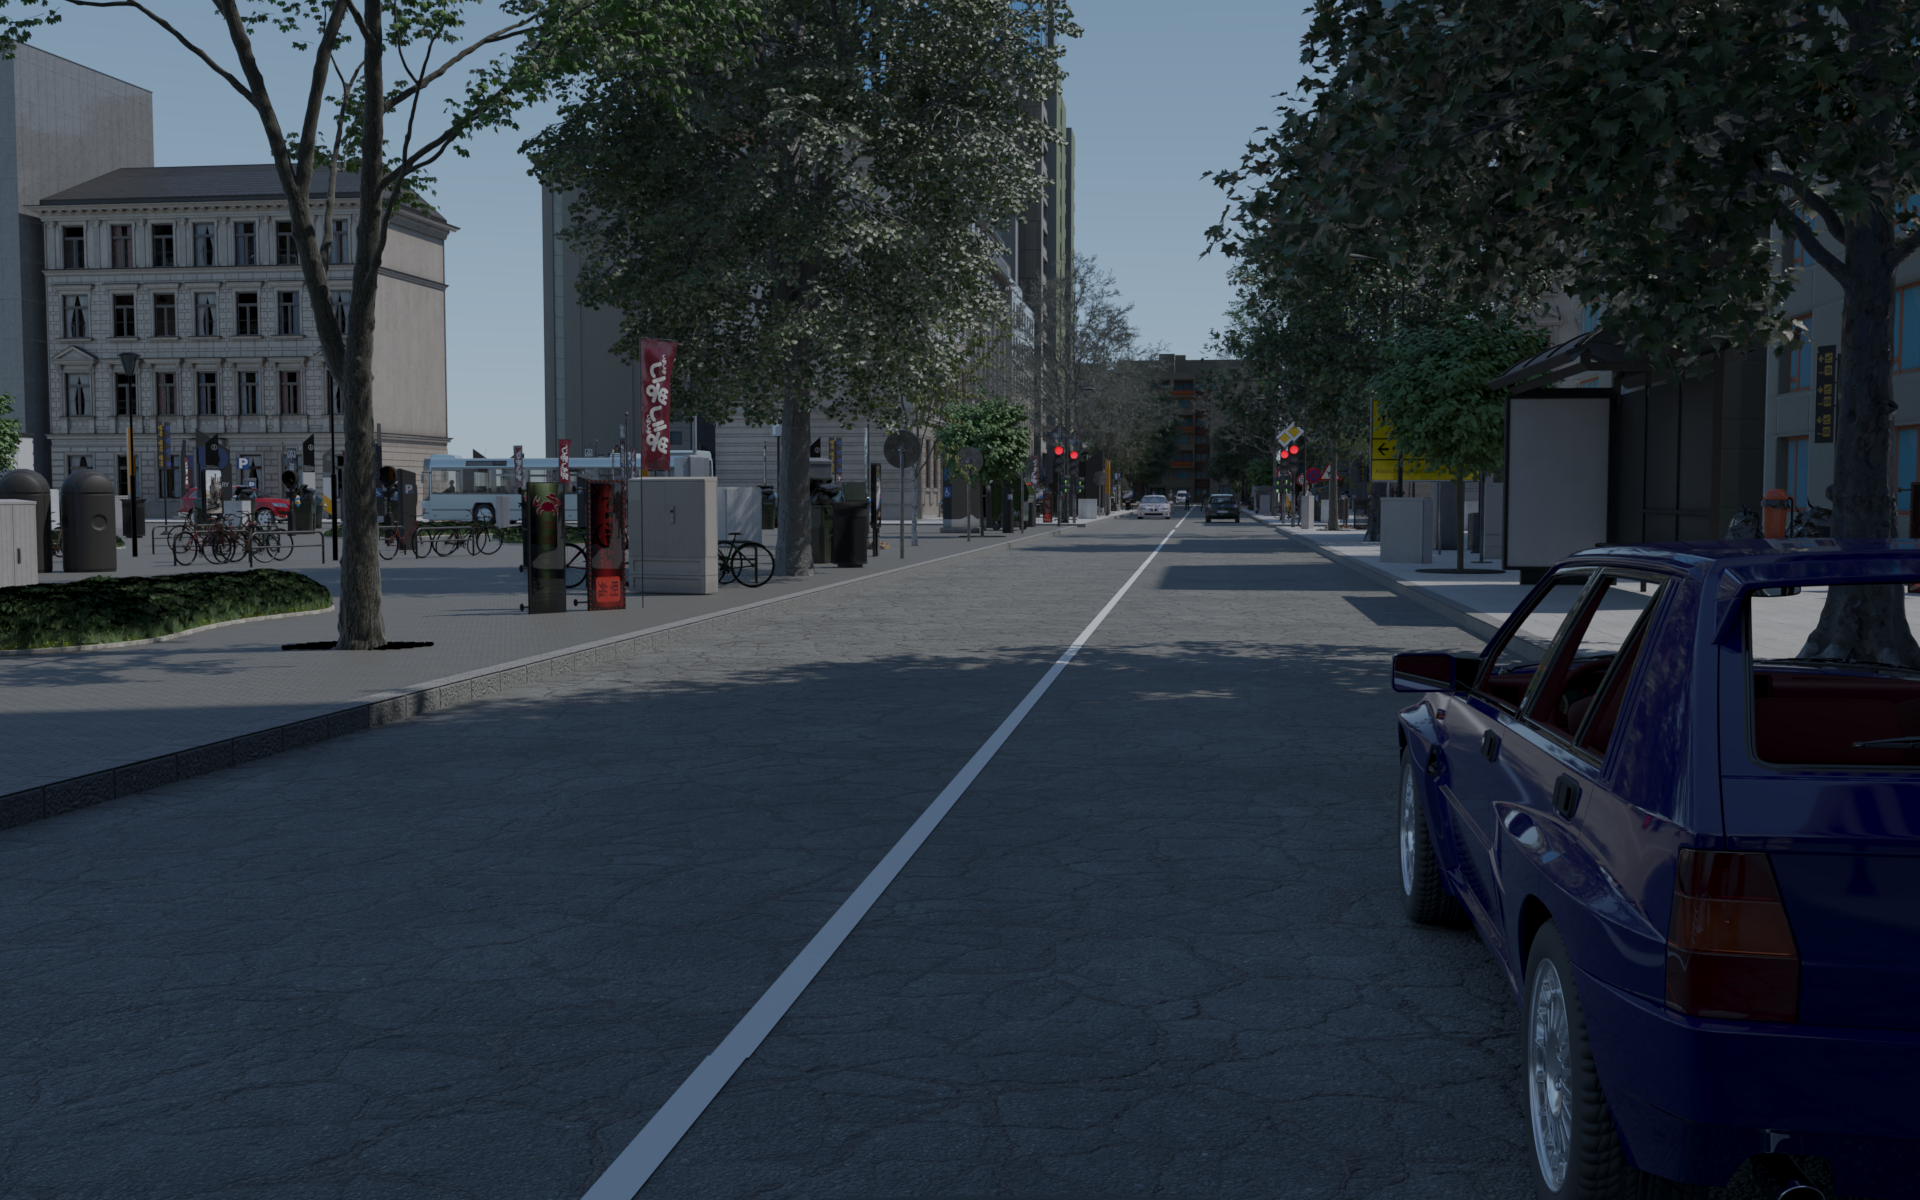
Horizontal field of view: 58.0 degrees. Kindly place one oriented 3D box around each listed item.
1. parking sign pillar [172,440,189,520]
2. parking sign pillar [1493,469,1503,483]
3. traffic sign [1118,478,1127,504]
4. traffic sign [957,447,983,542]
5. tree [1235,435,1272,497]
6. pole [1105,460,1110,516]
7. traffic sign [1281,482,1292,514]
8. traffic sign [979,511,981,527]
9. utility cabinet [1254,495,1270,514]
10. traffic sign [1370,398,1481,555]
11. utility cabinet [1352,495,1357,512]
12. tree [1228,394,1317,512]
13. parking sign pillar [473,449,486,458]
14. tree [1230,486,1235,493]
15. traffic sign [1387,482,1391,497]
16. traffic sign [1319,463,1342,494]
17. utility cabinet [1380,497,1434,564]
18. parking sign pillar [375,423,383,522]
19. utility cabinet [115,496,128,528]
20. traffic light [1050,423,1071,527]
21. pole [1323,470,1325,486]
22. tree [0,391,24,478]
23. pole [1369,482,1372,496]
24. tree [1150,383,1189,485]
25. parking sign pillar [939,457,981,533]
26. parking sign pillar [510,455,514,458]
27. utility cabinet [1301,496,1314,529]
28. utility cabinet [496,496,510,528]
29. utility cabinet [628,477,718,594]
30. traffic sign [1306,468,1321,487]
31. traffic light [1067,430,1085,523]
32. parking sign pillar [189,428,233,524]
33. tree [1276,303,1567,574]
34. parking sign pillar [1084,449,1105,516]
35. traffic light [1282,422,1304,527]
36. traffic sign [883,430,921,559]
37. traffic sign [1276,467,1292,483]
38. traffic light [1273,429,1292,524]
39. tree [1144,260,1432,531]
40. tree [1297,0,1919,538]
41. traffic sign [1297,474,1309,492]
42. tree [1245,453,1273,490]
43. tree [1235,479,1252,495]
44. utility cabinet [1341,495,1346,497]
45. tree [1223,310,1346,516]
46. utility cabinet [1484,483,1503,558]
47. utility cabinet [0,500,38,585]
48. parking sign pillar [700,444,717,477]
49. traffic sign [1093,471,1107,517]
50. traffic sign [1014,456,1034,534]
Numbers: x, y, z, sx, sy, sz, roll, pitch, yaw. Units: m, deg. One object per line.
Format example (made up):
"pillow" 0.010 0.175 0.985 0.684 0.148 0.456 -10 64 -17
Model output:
"parking sign pillar" -38.551 -5.986 86.347 1.447 3.967 1.447 -2 4 -30
"parking sign pillar" 19.484 -4.435 60.988 1.447 3.967 1.447 3 4 36
"traffic sign" 12.675 -8.258 135.122 0.768 2.556 0.104 1 4 9
"traffic sign" 0.236 -2.846 46.645 0.768 2.556 0.104 1 4 15
"tree" 27.997 -13.151 165.374 4.360 8.622 3.978 0 3 0
"pole" 9.181 -6.930 107.150 0.158 3.312 0.155 0 3 0
"traffic sign" 21.269 -6.890 112.653 0.884 2.594 0.081 1 4 14
"traffic sign" 0.657 -3.561 58.334 0.768 2.556 0.104 1 4 11
"utility cabinet" 20.564 -6.565 118.497 0.306 1.237 1.020 -2 4 -34
"traffic sign" 9.764 -2.598 36.354 2.265 3.308 0.079 1 4 13
"utility cabinet" 28.934 -7.085 127.008 0.306 1.237 1.020 1 4 17
"tree" 22.682 -11.569 123.563 7.601 10.594 8.767 0 4 7
"parking sign pillar" -28.334 -7.024 103.306 1.447 3.967 1.447 -2 4 -33
"tree" 34.124 -13.426 214.120 1.663 3.219 1.824 0 3 0
"traffic sign" 9.763 -2.403 39.391 0.768 2.556 0.104 1 4 10
"traffic sign" 14.343 -4.109 67.181 0.884 2.594 0.081 1 4 13
"utility cabinet" 8.327 -1.293 32.296 0.306 1.237 1.020 -3 4 -36
"parking sign pillar" -22.034 -4.704 65.390 1.447 3.967 1.447 -1 4 -19
"utility cabinet" -32.141 -3.342 65.801 0.306 1.237 1.020 3 4 36
"traffic light" 3.924 -4.842 68.081 0.839 4.253 0.868 0 4 8
"pole" 30.727 -9.314 146.121 0.158 3.312 0.155 0 3 0
"tree" -26.295 -3.784 45.576 4.285 4.588 4.351 0 3 0
"pole" 28.183 -7.651 118.942 0.158 3.312 0.155 0 3 0
"tree" 20.339 -17.469 192.267 9.857 13.997 8.962 0 3 0
"parking sign pillar" 0.043 -4.196 57.070 1.447 3.967 1.447 -3 5 -44
"parking sign pillar" -27.352 -7.153 105.429 1.447 3.967 1.447 2 4 33
"utility cabinet" 12.784 -3.216 63.736 0.306 1.237 1.020 1 4 22
"utility cabinet" -16.944 -3.244 64.204 0.306 1.237 1.020 -2 4 -26
"utility cabinet" -3.696 -0.830 22.249 1.173 1.500 0.318 2 4 25
"traffic sign" 17.030 -5.105 83.568 0.768 2.556 0.104 1 4 13
"traffic light" 5.039 -5.325 75.988 0.839 4.253 0.868 0 4 8
"parking sign pillar" -30.593 -5.051 71.058 1.447 3.967 1.447 -2 4 -34
"tree" 8.286 -2.731 28.361 4.285 4.588 4.351 0 3 0
"parking sign pillar" 7.961 -7.050 103.743 1.447 3.967 1.447 1 4 17
"traffic light" 12.849 -4.766 66.842 0.839 4.253 0.868 0 4 8
"traffic sign" -1.151 -2.095 34.366 0.768 2.556 0.104 1 4 10
"traffic sign" 14.707 -4.796 78.517 0.768 2.556 0.104 1 4 17
"traffic light" 13.965 -5.249 74.749 0.839 4.253 0.868 0 4 8
"tree" 12.882 -8.225 60.236 9.928 11.665 9.643 0 3 0
"tree" 6.444 -5.826 12.255 9.611 12.733 9.660 0 3 0
"traffic sign" 21.338 -6.581 107.703 0.768 2.556 0.104 1 4 16
"tree" 23.203 -9.022 131.219 4.285 4.588 4.351 0 3 0
"tree" 24.448 -9.200 145.019 1.663 3.219 1.824 0 3 0
"utility cabinet" 23.992 -6.050 110.080 0.306 1.237 1.020 -3 5 -44
"tree" 18.500 -11.656 100.939 12.009 13.543 11.850 0 3 0
"utility cabinet" 10.938 -1.563 34.232 1.173 1.500 0.318 0 4 4
"utility cabinet" -11.271 -0.557 20.267 0.306 1.237 1.020 1 4 11
"parking sign pillar" -13.272 -6.387 92.902 1.447 3.967 1.447 -2 4 -28
"traffic sign" 7.773 -5.889 96.393 0.768 2.556 0.104 1 4 14
"traffic sign" 2.024 -3.427 56.138 0.768 2.556 0.104 1 4 10
